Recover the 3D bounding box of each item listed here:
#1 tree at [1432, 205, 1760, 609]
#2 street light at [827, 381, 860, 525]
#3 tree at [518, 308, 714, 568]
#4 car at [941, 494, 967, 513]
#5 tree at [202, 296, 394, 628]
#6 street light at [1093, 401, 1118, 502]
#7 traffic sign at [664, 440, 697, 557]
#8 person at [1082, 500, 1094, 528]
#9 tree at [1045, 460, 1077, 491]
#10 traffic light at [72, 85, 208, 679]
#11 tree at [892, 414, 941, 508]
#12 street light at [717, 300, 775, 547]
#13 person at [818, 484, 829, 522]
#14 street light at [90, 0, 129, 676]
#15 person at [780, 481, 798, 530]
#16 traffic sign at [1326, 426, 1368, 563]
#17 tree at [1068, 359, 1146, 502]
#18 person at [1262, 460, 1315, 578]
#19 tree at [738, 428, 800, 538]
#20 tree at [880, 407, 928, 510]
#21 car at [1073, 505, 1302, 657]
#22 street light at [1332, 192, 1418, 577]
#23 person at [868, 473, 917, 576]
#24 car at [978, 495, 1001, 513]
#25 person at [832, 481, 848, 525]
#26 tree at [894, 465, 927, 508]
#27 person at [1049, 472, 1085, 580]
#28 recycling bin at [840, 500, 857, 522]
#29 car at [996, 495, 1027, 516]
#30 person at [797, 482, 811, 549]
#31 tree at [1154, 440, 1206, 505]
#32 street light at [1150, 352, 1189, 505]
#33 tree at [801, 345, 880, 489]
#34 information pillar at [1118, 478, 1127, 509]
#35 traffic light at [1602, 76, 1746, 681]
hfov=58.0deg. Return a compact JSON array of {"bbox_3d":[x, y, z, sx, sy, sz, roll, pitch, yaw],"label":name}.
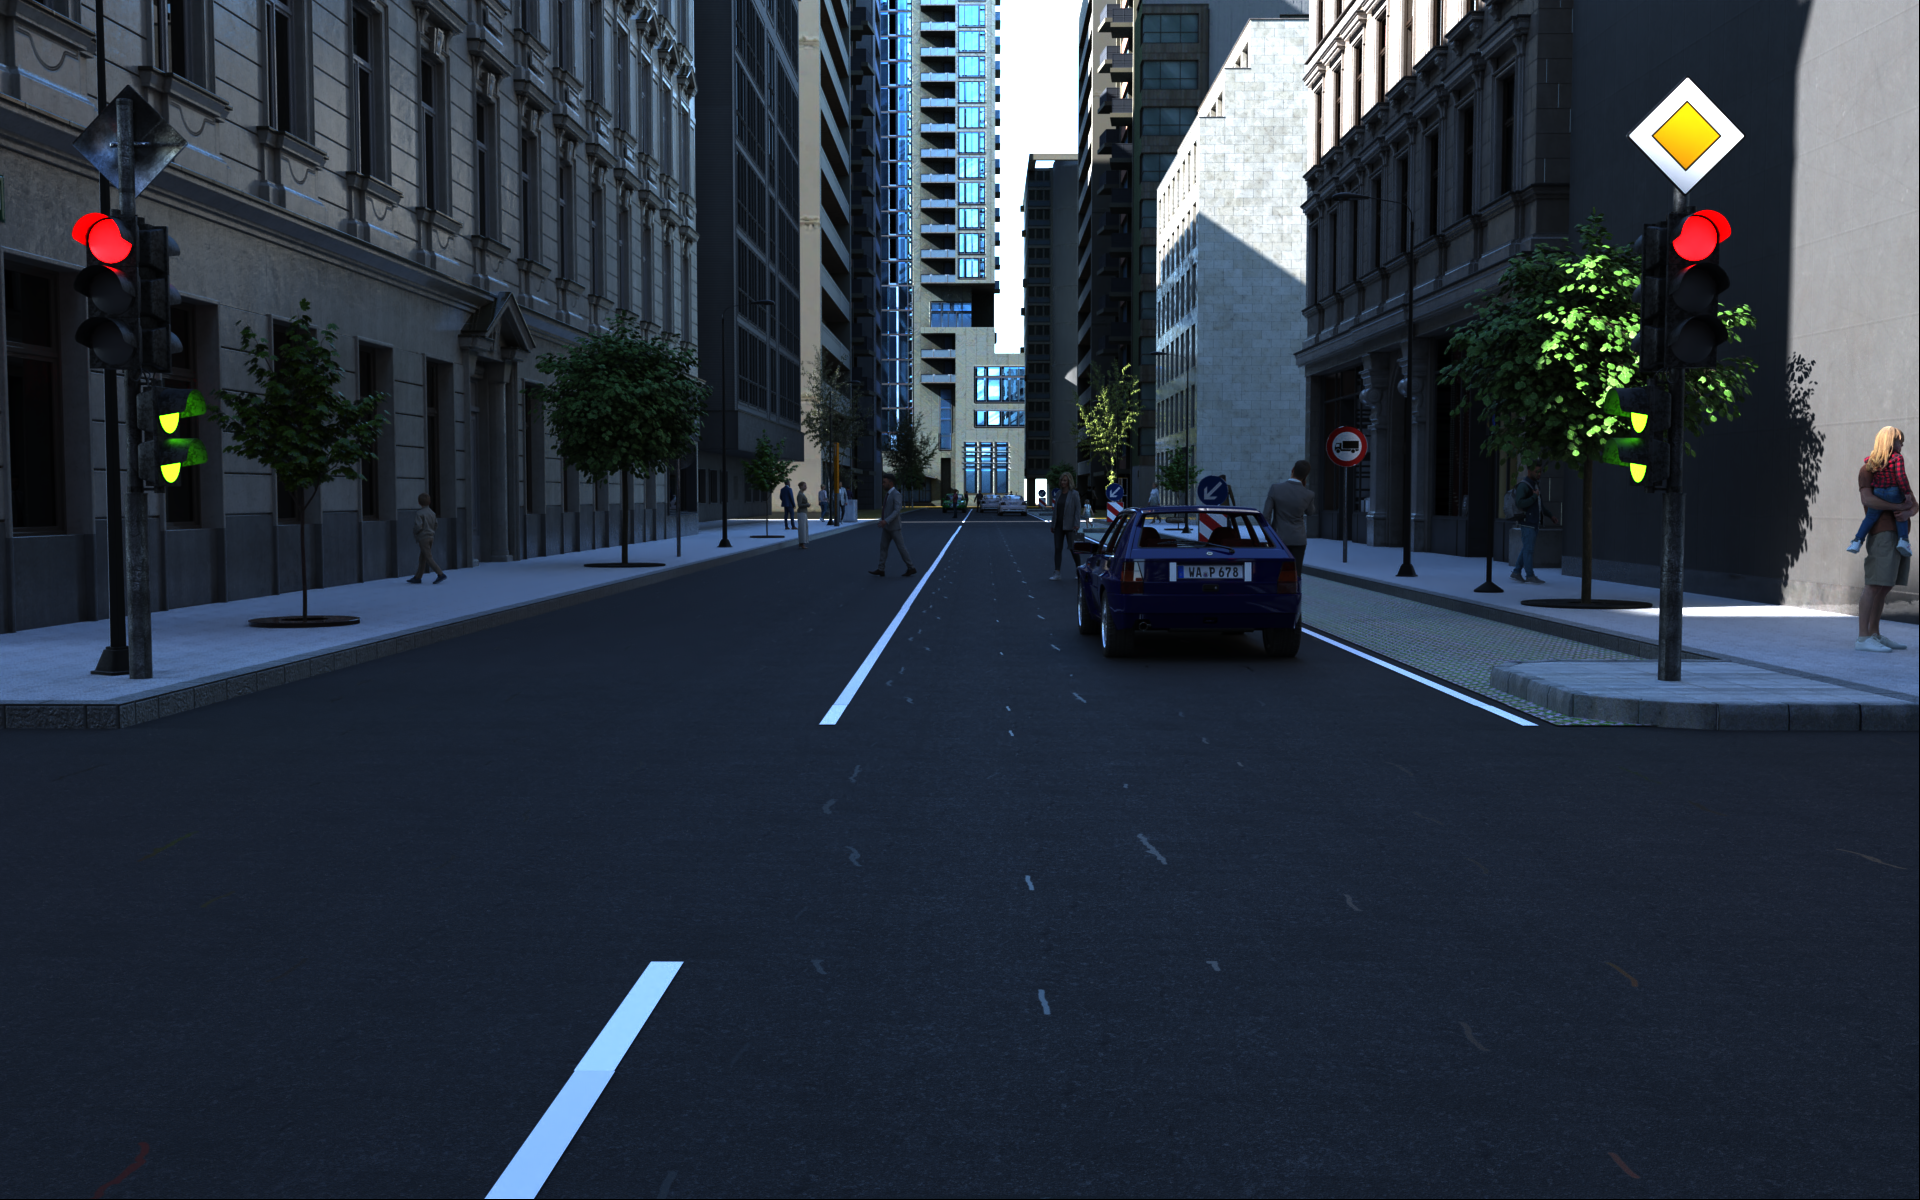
[{"bbox_3d":[7.185,-2.215,19.927,4.285,4.588,4.351,0,3,0],"label":"tree"},{"bbox_3d":[-4.776,-6.026,71.074,1.470,5.913,1.316,0,4,1],"label":"street light"},{"bbox_3d":[-6.055,-2.875,30.722,4.285,4.588,4.351,0,3,0],"label":"tree"},{"bbox_3d":[-0.422,-7.605,133.141,1.959,1.807,4.718,0,4,2],"label":"car"},{"bbox_3d":[-6.324,-1.368,16.967,1.663,3.219,1.824,0,3,0],"label":"tree"},{"bbox_3d":[7.284,-6.945,86.086,1.470,5.913,1.316,0,4,1],"label":"street light"},{"bbox_3d":[-5.761,-2.159,35.406,0.768,2.556,0.104,0,4,5],"label":"traffic sign"},{"bbox_3d":[5.201,-3.485,70.495,0.382,1.210,0.505,3,5,44],"label":"person"},{"bbox_3d":[9.696,-11.047,164.329,4.285,4.588,4.351,0,3,0],"label":"tree"},{"bbox_3d":[-5.689,-1.408,11.946,0.839,4.253,0.868,0,4,1],"label":"traffic light"},{"bbox_3d":[-4.141,-12.755,158.901,4.737,8.622,4.395,0,3,0],"label":"tree"},{"bbox_3d":[-5.129,-4.223,41.587,1.470,5.913,1.316,0,4,1],"label":"street light"},{"bbox_3d":[-6.295,-4.467,79.745,0.731,1.740,0.598,2,4,26],"label":"person"},{"bbox_3d":[-5.480,-2.426,12.206,1.470,5.913,1.316,0,4,1],"label":"street light"},{"bbox_3d":[-6.202,-3.451,62.651,0.721,1.800,0.419,2,4,32],"label":"person"},{"bbox_3d":[7.219,-1.975,32.403,0.768,2.556,0.104,0,4,3],"label":"traffic sign"},{"bbox_3d":[8.022,-8.746,93.367,4.737,8.622,4.395,0,3,0],"label":"tree"},{"bbox_3d":[3.590,-0.631,19.004,0.592,1.802,0.473,1,4,17],"label":"person"},{"bbox_3d":[-5.798,-3.449,50.992,1.663,3.219,1.824,0,3,0],"label":"tree"},{"bbox_3d":[-4.851,-11.783,143.019,4.360,8.622,3.978,0,3,0],"label":"tree"},{"bbox_3d":[2.093,-0.243,16.555,1.945,1.354,3.894,0,4,-1],"label":"car"},{"bbox_3d":[6.424,-3.321,26.839,1.470,5.913,1.316,0,4,1],"label":"street light"},{"bbox_3d":[-1.164,-1.306,30.130,0.850,1.792,0.678,-2,4,-23],"label":"person"},{"bbox_3d":[2.462,-7.417,133.632,2.083,1.381,4.827,0,3,0],"label":"car"},{"bbox_3d":[-5.079,-4.110,73.087,0.661,1.843,0.795,-1,4,-11],"label":"person"},{"bbox_3d":[-4.769,-11.071,164.722,4.285,4.588,4.351,0,3,0],"label":"tree"},{"bbox_3d":[1.846,-1.238,28.924,0.709,1.800,0.728,3,5,42],"label":"person"},{"bbox_3d":[-5.221,-4.122,79.945,0.722,1.027,0.722,1,4,13],"label":"recycling bin"},{"bbox_3d":[3.458,-6.269,114.861,2.083,1.381,4.827,0,4,-1],"label":"car"},{"bbox_3d":[-4.090,-2.222,45.382,0.362,1.759,0.519,0,4,0],"label":"person"},{"bbox_3d":[7.735,-4.094,61.535,1.663,3.219,1.824,0,3,0],"label":"tree"},{"bbox_3d":[6.885,-5.140,56.588,1.470,5.913,1.316,0,4,1],"label":"street light"},{"bbox_3d":[-6.327,-8.240,85.082,4.360,8.622,3.978,0,3,0],"label":"tree"},{"bbox_3d":[7.329,-4.491,77.916,0.304,2.012,0.304,-2,4,-24],"label":"information pillar"},{"bbox_3d":[4.872,-1.401,11.827,0.839,4.253,0.868,0,4,1],"label":"traffic light"}]
